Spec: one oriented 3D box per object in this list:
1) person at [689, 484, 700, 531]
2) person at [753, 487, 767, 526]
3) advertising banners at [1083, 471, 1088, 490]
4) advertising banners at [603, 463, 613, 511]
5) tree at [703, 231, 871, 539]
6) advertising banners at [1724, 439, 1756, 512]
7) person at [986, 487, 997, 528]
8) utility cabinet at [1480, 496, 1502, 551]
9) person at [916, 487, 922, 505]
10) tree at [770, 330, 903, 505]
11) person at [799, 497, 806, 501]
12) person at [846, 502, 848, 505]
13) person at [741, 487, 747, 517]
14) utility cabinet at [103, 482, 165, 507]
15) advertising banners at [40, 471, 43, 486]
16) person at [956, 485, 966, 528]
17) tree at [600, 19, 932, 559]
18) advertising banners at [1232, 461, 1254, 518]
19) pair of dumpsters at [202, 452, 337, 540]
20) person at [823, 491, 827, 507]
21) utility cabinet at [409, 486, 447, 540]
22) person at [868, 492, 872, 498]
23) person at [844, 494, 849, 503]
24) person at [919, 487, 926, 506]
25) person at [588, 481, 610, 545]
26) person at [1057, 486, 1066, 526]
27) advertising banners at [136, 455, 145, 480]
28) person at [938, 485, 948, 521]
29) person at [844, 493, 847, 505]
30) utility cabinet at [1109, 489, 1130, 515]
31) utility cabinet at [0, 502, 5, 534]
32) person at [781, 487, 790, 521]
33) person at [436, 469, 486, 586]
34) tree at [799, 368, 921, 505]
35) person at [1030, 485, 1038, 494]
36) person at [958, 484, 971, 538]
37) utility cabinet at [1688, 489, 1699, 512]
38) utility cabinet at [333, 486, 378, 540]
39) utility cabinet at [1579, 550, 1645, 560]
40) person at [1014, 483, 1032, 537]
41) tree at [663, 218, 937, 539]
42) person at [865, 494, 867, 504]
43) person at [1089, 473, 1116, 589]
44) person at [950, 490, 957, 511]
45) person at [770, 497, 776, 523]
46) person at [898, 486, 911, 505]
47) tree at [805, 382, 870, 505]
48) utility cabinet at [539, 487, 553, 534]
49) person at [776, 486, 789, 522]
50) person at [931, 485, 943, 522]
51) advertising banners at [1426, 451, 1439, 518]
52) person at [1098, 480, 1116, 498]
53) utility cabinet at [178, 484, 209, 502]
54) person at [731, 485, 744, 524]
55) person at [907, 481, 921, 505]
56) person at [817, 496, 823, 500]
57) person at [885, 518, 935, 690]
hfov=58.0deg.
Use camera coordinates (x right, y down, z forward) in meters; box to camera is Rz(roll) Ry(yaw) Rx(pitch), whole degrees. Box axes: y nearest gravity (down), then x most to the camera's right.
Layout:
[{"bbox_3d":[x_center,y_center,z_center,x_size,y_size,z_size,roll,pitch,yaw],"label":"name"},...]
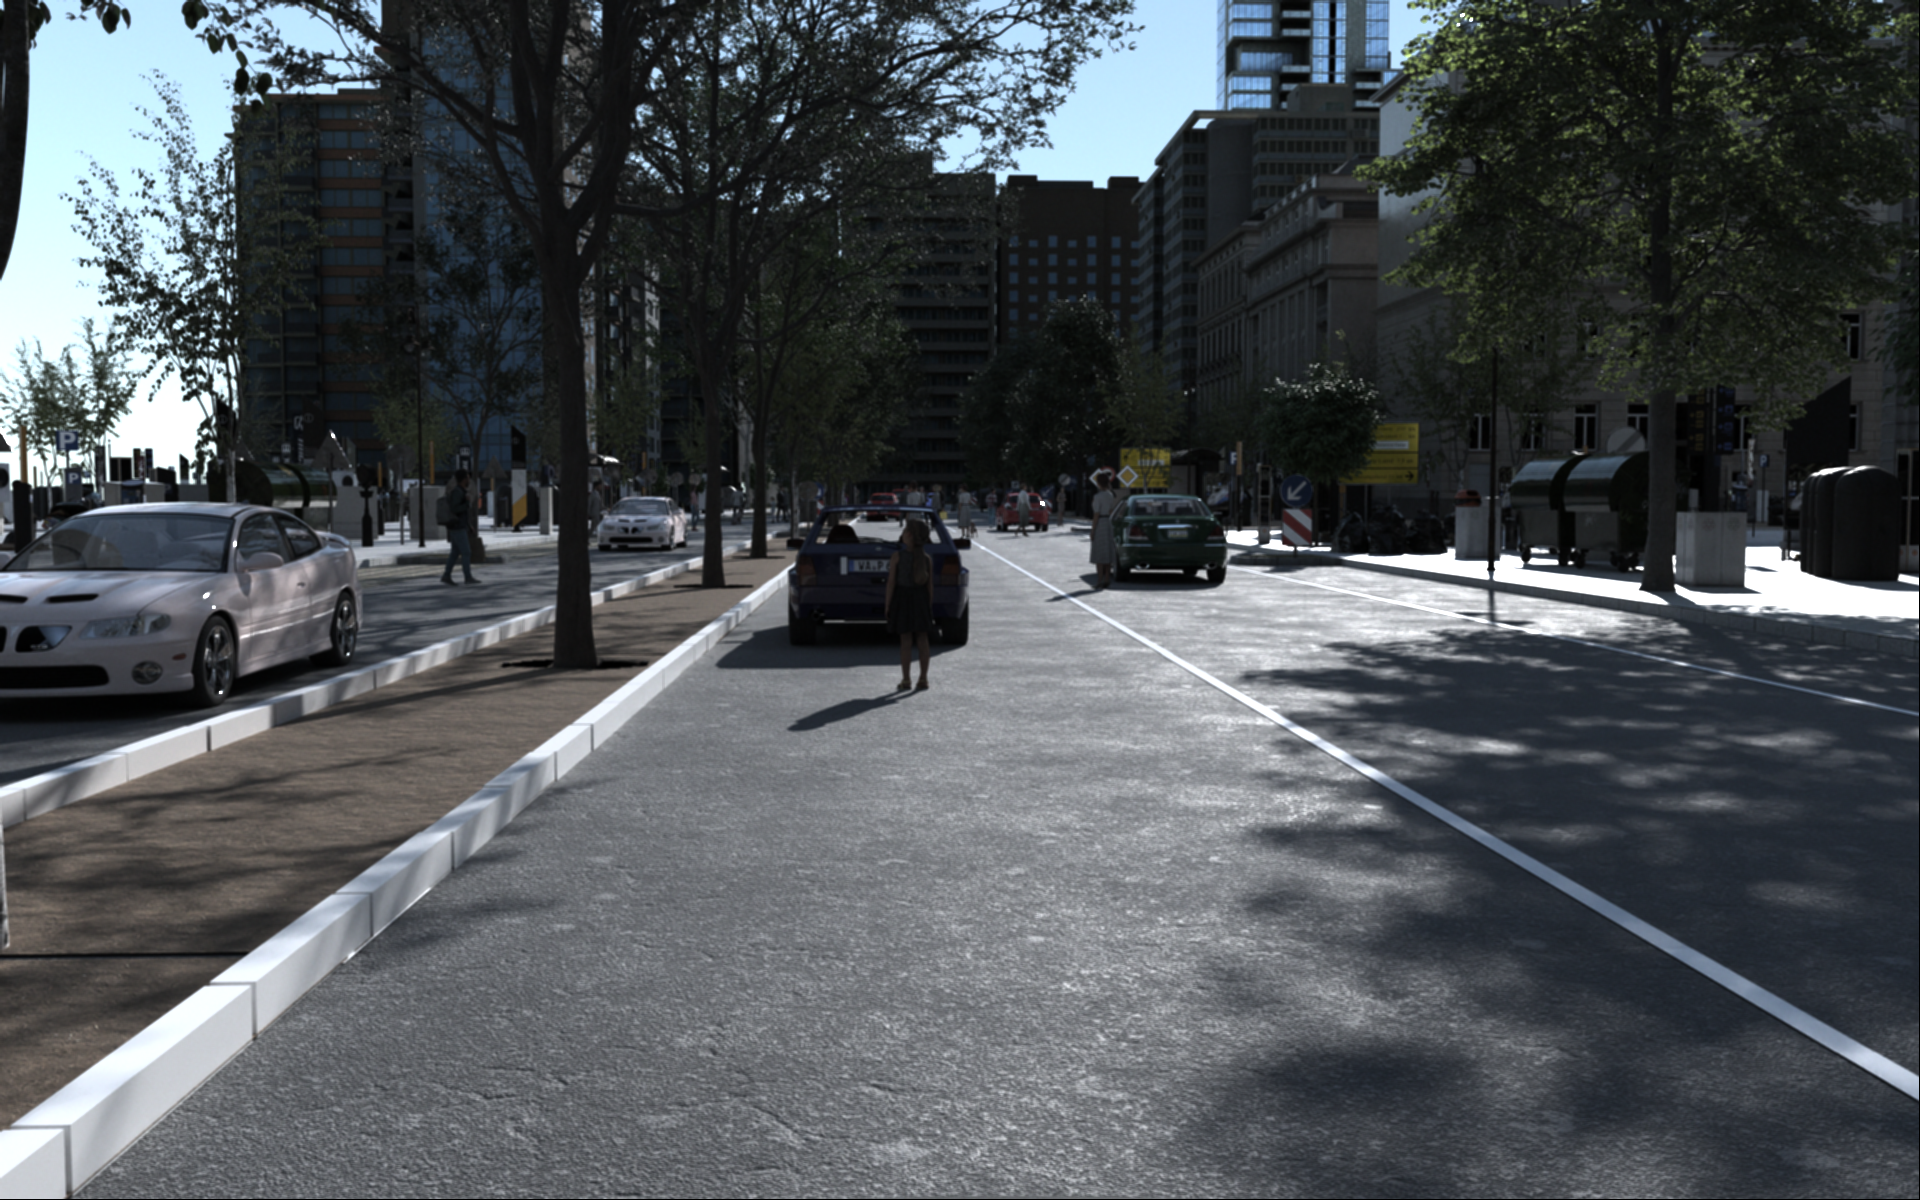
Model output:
[{"bbox_3d":[-10.224,-3.559,66.704,0.388,1.821,0.555,-2,4,-31],"label":"person"},{"bbox_3d":[-8.894,-4.177,76.978,0.592,1.802,0.473,-1,4,-15],"label":"person"},{"bbox_3d":[9.545,-7.733,122.622,2.074,3.025,0.090,0,4,4],"label":"advertising banners"},{"bbox_3d":[-20.236,-6.167,97.025,0.090,3.025,2.074,1,4,21],"label":"advertising banners"},{"bbox_3d":[-4.461,-5.771,47.177,4.737,8.622,4.395,0,3,0],"label":"tree"},{"bbox_3d":[24.515,-3.562,54.427,2.074,3.025,0.090,-3,5,-42],"label":"advertising banners"},{"bbox_3d":[1.321,-3.901,73.121,0.563,1.720,0.643,3,5,44],"label":"person"},{"bbox_3d":[12.158,-1.742,39.643,0.306,1.237,1.020,0,4,8],"label":"utility cabinet"},{"bbox_3d":[-1.790,-3.813,71.242,0.661,1.777,0.834,-3,4,-36],"label":"person"},{"bbox_3d":[-6.866,-10.813,97.378,7.486,12.596,7.792,0,3,0],"label":"tree"},{"bbox_3d":[-9.409,-5.790,104.174,0.522,1.701,0.512,1,4,13],"label":"person"},{"bbox_3d":[-8.518,-7.745,135.112,0.713,1.824,0.794,2,4,26],"label":"person"},{"bbox_3d":[-13.325,-5.953,105.606,0.659,1.850,0.755,0,4,-2],"label":"person"},{"bbox_3d":[-14.869,-1.381,31.255,0.318,1.500,1.173,1,4,16],"label":"utility cabinet"},{"bbox_3d":[-70.089,-8.294,131.786,0.090,3.025,2.074,-3,5,-43],"label":"advertising banners"},{"bbox_3d":[0.094,-3.903,72.493,0.473,1.802,0.592,2,4,33],"label":"person"},{"bbox_3d":[-4.349,-6.714,37.981,9.928,11.665,9.643,0,3,0],"label":"tree"},{"bbox_3d":[14.507,-5.813,91.232,2.074,3.025,0.090,-1,4,-13],"label":"advertising banners"},{"bbox_3d":[-15.213,-2.189,38.290,1.574,2.255,4.437,0,4,-2],"label":"pair of dumpsters"},{"bbox_3d":[-14.769,-11.202,192.472,1.217,1.723,0.721,2,4,27],"label":"person"},{"bbox_3d":[-14.718,-2.399,47.895,1.173,1.500,0.318,2,4,32],"label":"utility cabinet"},{"bbox_3d":[-10.201,-11.398,196.325,0.415,1.643,0.593,-2,4,-31],"label":"person"},{"bbox_3d":[-9.592,-8.343,148.137,0.991,1.433,0.599,-1,4,-19],"label":"person"},{"bbox_3d":[-1.737,-4.408,80.971,0.834,1.777,0.661,3,5,42],"label":"person"},{"bbox_3d":[-10.110,-2.402,48.054,0.850,1.792,0.678,1,4,9],"label":"person"},{"bbox_3d":[4.526,-4.170,77.015,0.599,1.781,0.374,-3,5,-44],"label":"person"},{"bbox_3d":[-37.044,-5.100,79.569,0.090,3.025,2.074,1,4,17],"label":"advertising banners"},{"bbox_3d":[-0.843,-3.747,69.988,0.699,1.804,1.509,0,4,-1],"label":"person"},{"bbox_3d":[-10.650,-9.138,157.845,1.348,1.831,0.705,-1,4,-17],"label":"person"},{"bbox_3d":[7.296,-4.384,80.354,1.173,1.500,0.318,-1,4,-22],"label":"utility cabinet"},{"bbox_3d":[-30.355,-2.808,54.594,0.318,1.500,1.173,-2,4,-24],"label":"utility cabinet"},{"bbox_3d":[-9.167,-5.013,90.641,0.526,1.800,0.537,-1,4,-13],"label":"person"},{"bbox_3d":[-7.731,-1.124,26.865,0.713,1.824,0.794,0,4,1],"label":"person"},{"bbox_3d":[-7.444,-12.162,118.312,9.611,12.733,9.660,0,3,0],"label":"tree"},{"bbox_3d":[3.450,-4.518,82.149,0.659,1.850,0.755,2,4,26],"label":"person"},{"bbox_3d":[0.124,-2.874,56.055,0.480,1.755,0.524,-2,4,-34],"label":"person"},{"bbox_3d":[30.290,-3.852,71.656,0.318,1.500,1.173,1,4,13],"label":"utility cabinet"},{"bbox_3d":[-16.792,-2.411,48.101,1.173,1.500,0.318,-1,4,-19],"label":"utility cabinet"},{"bbox_3d":[12.489,-1.499,33.187,1.173,1.500,0.318,0,4,6],"label":"utility cabinet"},{"bbox_3d":[2.091,-3.029,58.246,0.641,1.798,0.478,-1,4,-23],"label":"person"},{"bbox_3d":[-5.066,-7.125,53.356,8.767,10.594,7.601,0,4,-2],"label":"tree"},{"bbox_3d":[-10.196,-10.776,187.953,0.557,1.426,1.065,1,4,9],"label":"person"},{"bbox_3d":[2.114,-1.058,26.371,0.524,1.755,0.480,3,5,42],"label":"person"},{"bbox_3d":[-0.491,-8.157,142.673,0.445,1.727,0.742,2,4,26],"label":"person"},{"bbox_3d":[-9.291,-4.469,85.849,0.425,1.301,0.394,3,4,36],"label":"person"},{"bbox_3d":[-2.389,-4.071,75.239,0.661,1.801,0.590,-1,4,-15],"label":"person"},{"bbox_3d":[-6.208,-8.483,91.508,4.360,8.622,3.978,0,3,0],"label":"tree"},{"bbox_3d":[-13.198,-2.844,55.174,0.318,1.500,1.173,0,4,-8],"label":"utility cabinet"},{"bbox_3d":[-8.993,-4.860,87.733,0.755,1.850,0.659,2,4,33],"label":"person"},{"bbox_3d":[-0.914,-3.578,67.177,0.728,1.800,0.709,0,4,2],"label":"person"},{"bbox_3d":[19.071,-4.512,69.958,0.090,3.025,2.074,0,4,2],"label":"advertising banners"},{"bbox_3d":[4.694,-2.921,55.622,0.648,1.900,0.474,-3,5,-41],"label":"person"},{"bbox_3d":[-17.183,-1.818,38.411,0.318,1.500,1.173,3,5,43],"label":"utility cabinet"},{"bbox_3d":[-10.614,-4.541,82.598,0.661,1.843,0.795,1,4,14],"label":"person"},{"bbox_3d":[-1.183,-2.043,42.465,0.524,1.755,0.480,3,5,44],"label":"person"},{"bbox_3d":[-10.844,-7.777,135.429,0.755,1.850,0.659,-2,4,-24],"label":"person"},{"bbox_3d":[-0.372,0.028,12.708,0.362,1.253,0.373,-1,4,-16],"label":"person"}]
